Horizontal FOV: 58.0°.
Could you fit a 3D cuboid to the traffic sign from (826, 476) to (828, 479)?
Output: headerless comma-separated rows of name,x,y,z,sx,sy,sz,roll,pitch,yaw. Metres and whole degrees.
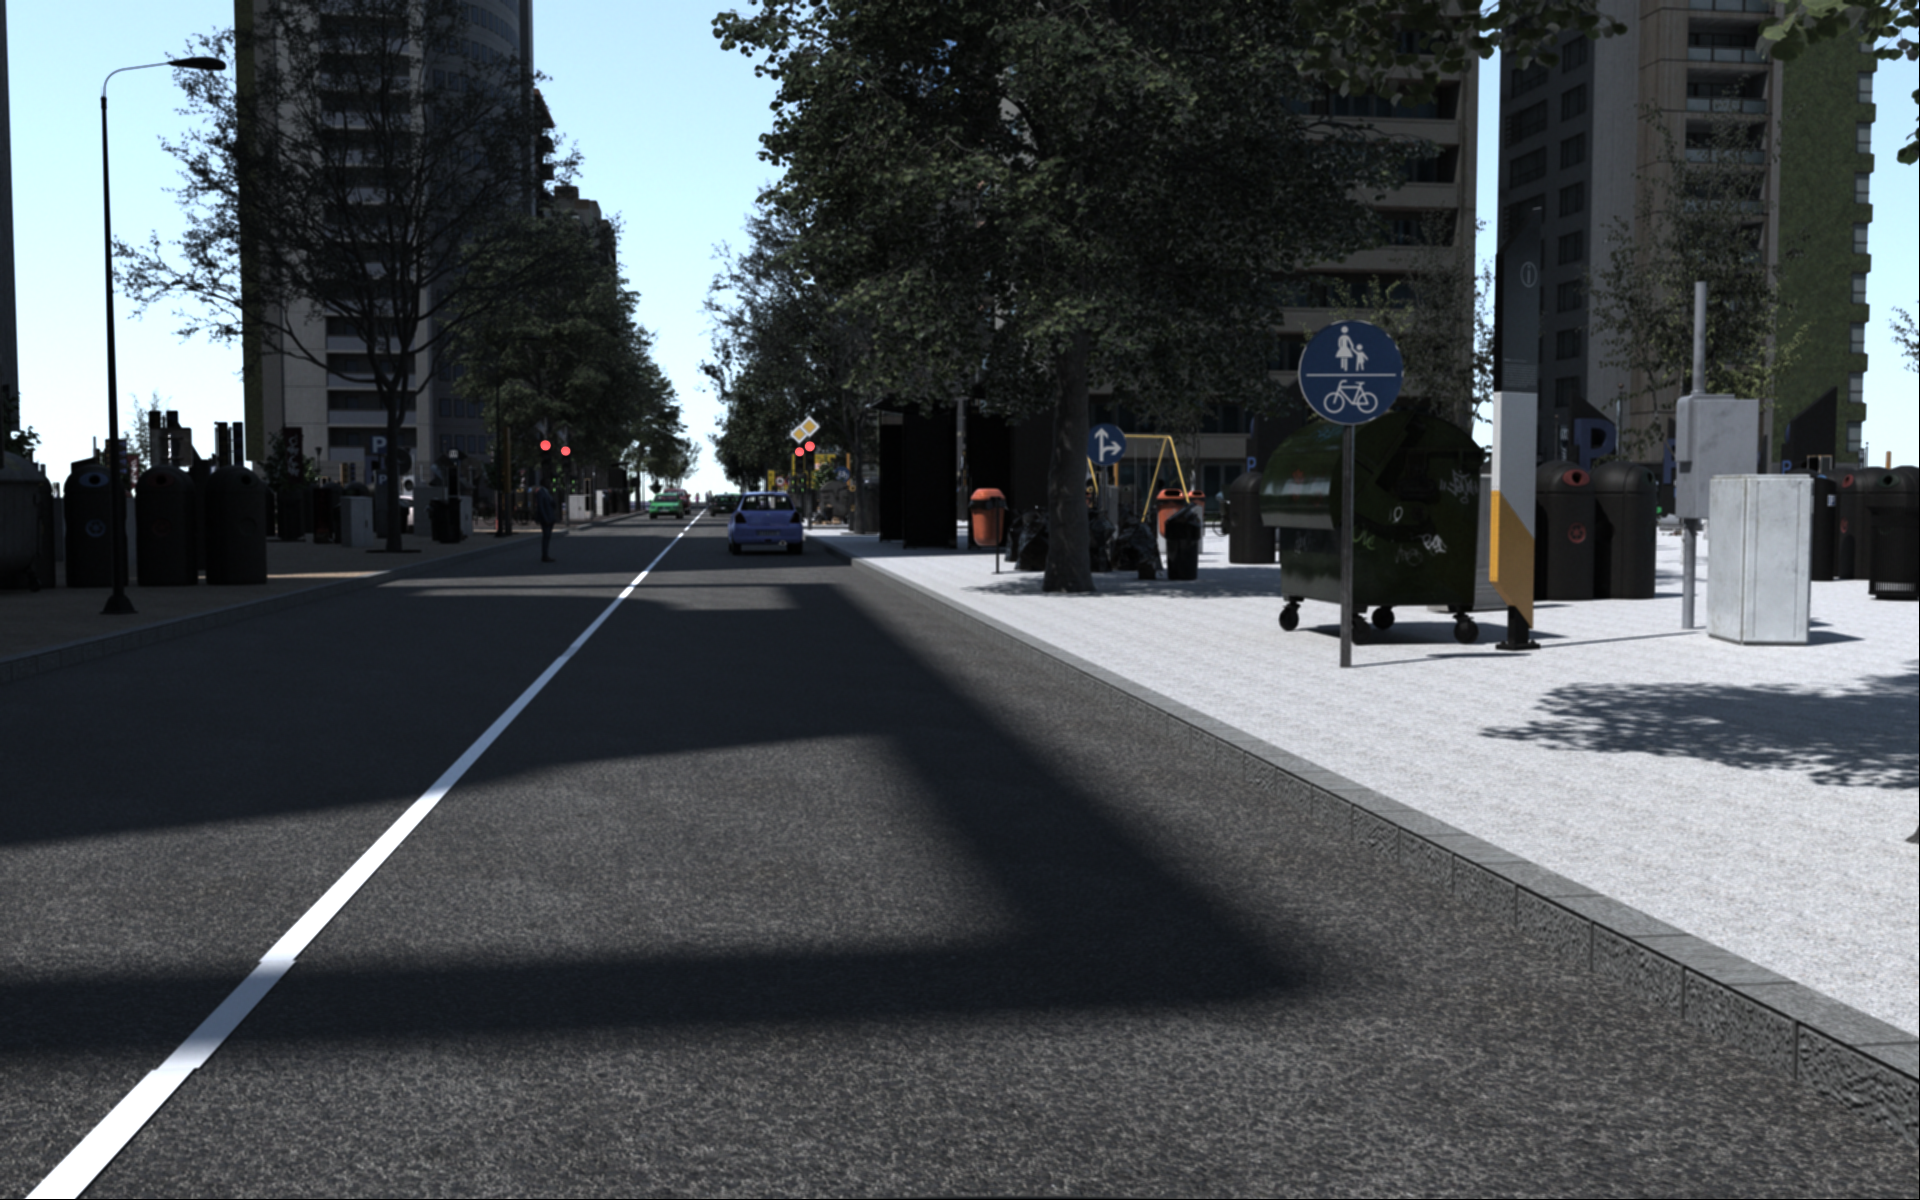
traffic sign,-6.430,-5.039,82.494,0.768,2.556,0.104,0,4,-3

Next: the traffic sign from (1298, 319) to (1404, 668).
traffic sign,2.856,-0.773,12.747,0.768,2.556,0.104,0,4,2

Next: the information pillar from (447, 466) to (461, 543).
information pillar,-13.357,-2.520,45.700,0.304,2.012,0.304,-1,4,-12

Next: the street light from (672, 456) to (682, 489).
street light,-37.367,-15.549,226.769,1.470,5.913,1.316,0,4,-8

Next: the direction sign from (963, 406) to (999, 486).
direction sign,0.585,-3.208,44.441,0.876,3.537,0.379,0,4,-1

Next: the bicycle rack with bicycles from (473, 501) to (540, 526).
bicycle rack with bicycles,-18.491,-3.554,71.497,2.852,0.926,2.925,3,5,43

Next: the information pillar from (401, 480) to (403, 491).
information pillar,-29.754,-5.408,92.908,0.304,2.012,0.304,-2,4,-34

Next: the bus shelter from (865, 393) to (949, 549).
bus shelter,-1.247,-3.187,43.388,1.731,3.624,6.357,0,4,-8

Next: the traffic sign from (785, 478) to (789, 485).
traffic sign,-11.052,-6.914,113.148,0.768,2.556,0.104,0,4,-6

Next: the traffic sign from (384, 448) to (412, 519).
traffic sign,-15.547,-2.925,47.923,0.768,2.556,0.104,0,4,1

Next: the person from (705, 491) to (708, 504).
person,-36.291,-14.704,248.781,0.709,1.838,0.599,-3,5,-42

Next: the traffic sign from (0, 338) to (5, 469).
traffic sign,-10.830,-1.446,17.520,2.265,3.308,0.079,0,4,-1

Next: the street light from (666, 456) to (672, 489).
street light,-30.541,-12.543,177.616,1.470,5.913,1.316,0,4,-8

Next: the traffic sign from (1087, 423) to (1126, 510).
traffic sign,2.605,-1.903,31.214,0.768,2.556,0.104,0,4,-1

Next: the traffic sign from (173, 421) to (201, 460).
traffic sign,-13.914,-1.885,30.826,0.884,2.594,0.081,0,4,-6

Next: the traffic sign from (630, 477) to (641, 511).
traffic sign,-24.195,-7.898,129.232,0.768,2.556,0.104,0,4,-5

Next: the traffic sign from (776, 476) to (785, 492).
traffic sign,-12.379,-7.287,119.254,0.768,2.556,0.104,0,4,-2

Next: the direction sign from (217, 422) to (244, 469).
direction sign,-22.874,-3.815,54.378,0.876,3.537,0.379,1,4,11

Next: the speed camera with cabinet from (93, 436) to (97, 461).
speed camera with cabinet,-28.917,-3.939,58.734,0.660,3.252,2.038,-3,5,-41

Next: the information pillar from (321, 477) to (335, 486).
information pillar,-27.482,-4.321,75.143,0.304,2.012,0.304,1,4,10

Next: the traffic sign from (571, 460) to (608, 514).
traffic sign,-22.457,-6.786,104.820,2.265,3.308,0.079,0,4,-6

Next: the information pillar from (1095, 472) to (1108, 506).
information pillar,4.625,-3.188,56.616,0.304,2.012,0.304,-2,4,-25

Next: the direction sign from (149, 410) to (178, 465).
direction sign,-21.594,-3.367,47.053,0.876,3.537,0.379,1,4,11

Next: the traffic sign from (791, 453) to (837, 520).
traffic sign,-7.265,-5.644,86.148,2.265,3.308,0.079,0,4,-3

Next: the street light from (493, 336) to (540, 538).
street light,-13.054,-4.801,51.040,1.470,5.913,1.316,0,4,-8

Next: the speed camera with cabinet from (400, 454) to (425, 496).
speed camera with cabinet,-27.883,-5.624,86.291,2.038,3.252,0.660,1,4,18

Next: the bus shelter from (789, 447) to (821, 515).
bus shelter,-10.512,-8.688,119.674,2.179,5.291,8.768,0,4,-8

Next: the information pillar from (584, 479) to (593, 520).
information pillar,-18.173,-4.913,84.824,0.304,2.012,0.304,1,4,15

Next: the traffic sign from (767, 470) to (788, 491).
traffic sign,-14.877,-9.187,144.086,2.265,3.308,0.079,0,4,-5

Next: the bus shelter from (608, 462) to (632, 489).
bus shelter,-25.489,-8.435,129.189,1.731,3.624,6.357,0,4,-8

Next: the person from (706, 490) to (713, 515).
person,-17.186,-6.707,119.164,0.512,1.701,0.522,0,4,6

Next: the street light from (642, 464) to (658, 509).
street light,-25.999,-10.558,145.167,1.470,5.913,1.316,0,4,-8

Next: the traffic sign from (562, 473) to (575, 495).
traffic sign,-22.714,-6.147,100.617,0.768,2.556,0.104,0,4,-3

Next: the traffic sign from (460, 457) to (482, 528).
traffic sign,-16.761,-3.626,59.387,0.768,2.556,0.104,0,4,-2

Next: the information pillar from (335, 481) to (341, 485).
information pillar,-36.273,-5.902,100.994,0.304,2.012,0.304,3,4,38

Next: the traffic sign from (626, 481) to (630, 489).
traffic sign,-25.851,-8.075,134.158,0.606,2.300,0.079,0,4,-7

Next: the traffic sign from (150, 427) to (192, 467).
traffic sign,-12.103,-1.497,26.611,0.606,2.300,0.079,0,4,-6

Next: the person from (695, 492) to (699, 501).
person,-39.972,-15.572,263.822,1.217,1.735,0.721,0,4,-4

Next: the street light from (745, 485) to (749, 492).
street light,-18.475,-11.166,155.110,1.470,5.913,1.316,0,4,-8

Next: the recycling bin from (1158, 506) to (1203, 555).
recycling bin,4.692,-1.490,36.916,0.722,1.027,0.722,-2,4,-27

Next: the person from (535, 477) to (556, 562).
person,-8.810,-1.721,36.826,0.419,1.800,0.721,0,4,-3

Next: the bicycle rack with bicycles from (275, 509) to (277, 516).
bicycle rack with bicycles,-39.512,-5.034,95.684,2.852,0.926,2.925,-2,4,-28

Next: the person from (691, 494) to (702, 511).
person,-22.558,-8.372,148.599,0.991,1.433,0.599,0,4,-1

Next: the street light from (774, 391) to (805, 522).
street light,-7.719,-6.462,78.193,1.470,5.913,1.316,0,4,-8

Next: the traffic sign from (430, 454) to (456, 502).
traffic sign,-14.702,-2.946,49.346,0.795,2.450,0.064,0,4,-2

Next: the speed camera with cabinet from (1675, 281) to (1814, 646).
speed camera with cabinet,7.006,-1.296,15.526,0.660,3.252,2.038,0,4,7

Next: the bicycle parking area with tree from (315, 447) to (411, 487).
bicycle parking area with tree,-36.779,-7.321,106.699,8.231,4.147,9.016,0,4,-1

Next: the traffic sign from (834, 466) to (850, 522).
traffic sign,-5.379,-4.823,78.958,0.768,2.556,0.104,0,4,0

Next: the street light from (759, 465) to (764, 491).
street light,-12.448,-8.513,111.729,1.470,5.913,1.316,0,4,-8

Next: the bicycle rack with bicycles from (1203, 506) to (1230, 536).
bicycle rack with bicycles,8.799,-2.380,52.287,2.925,0.926,2.852,-1,4,-23

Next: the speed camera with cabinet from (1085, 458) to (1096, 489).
speed camera with cabinet,5.151,-5.096,77.651,2.038,3.252,0.660,-1,4,-12

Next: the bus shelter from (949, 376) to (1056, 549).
bus shelter,1.091,-2.812,37.267,1.731,3.624,6.357,0,4,-8

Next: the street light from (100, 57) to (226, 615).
street light,-8.500,-2.811,18.497,1.470,5.913,1.316,0,4,-8

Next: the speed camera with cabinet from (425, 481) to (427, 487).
speed camera with cabinet,-36.631,-7.648,119.374,0.660,3.252,2.038,2,4,35

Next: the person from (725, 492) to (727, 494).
person,-35.909,-15.669,265.356,0.551,1.740,0.621,3,5,45
